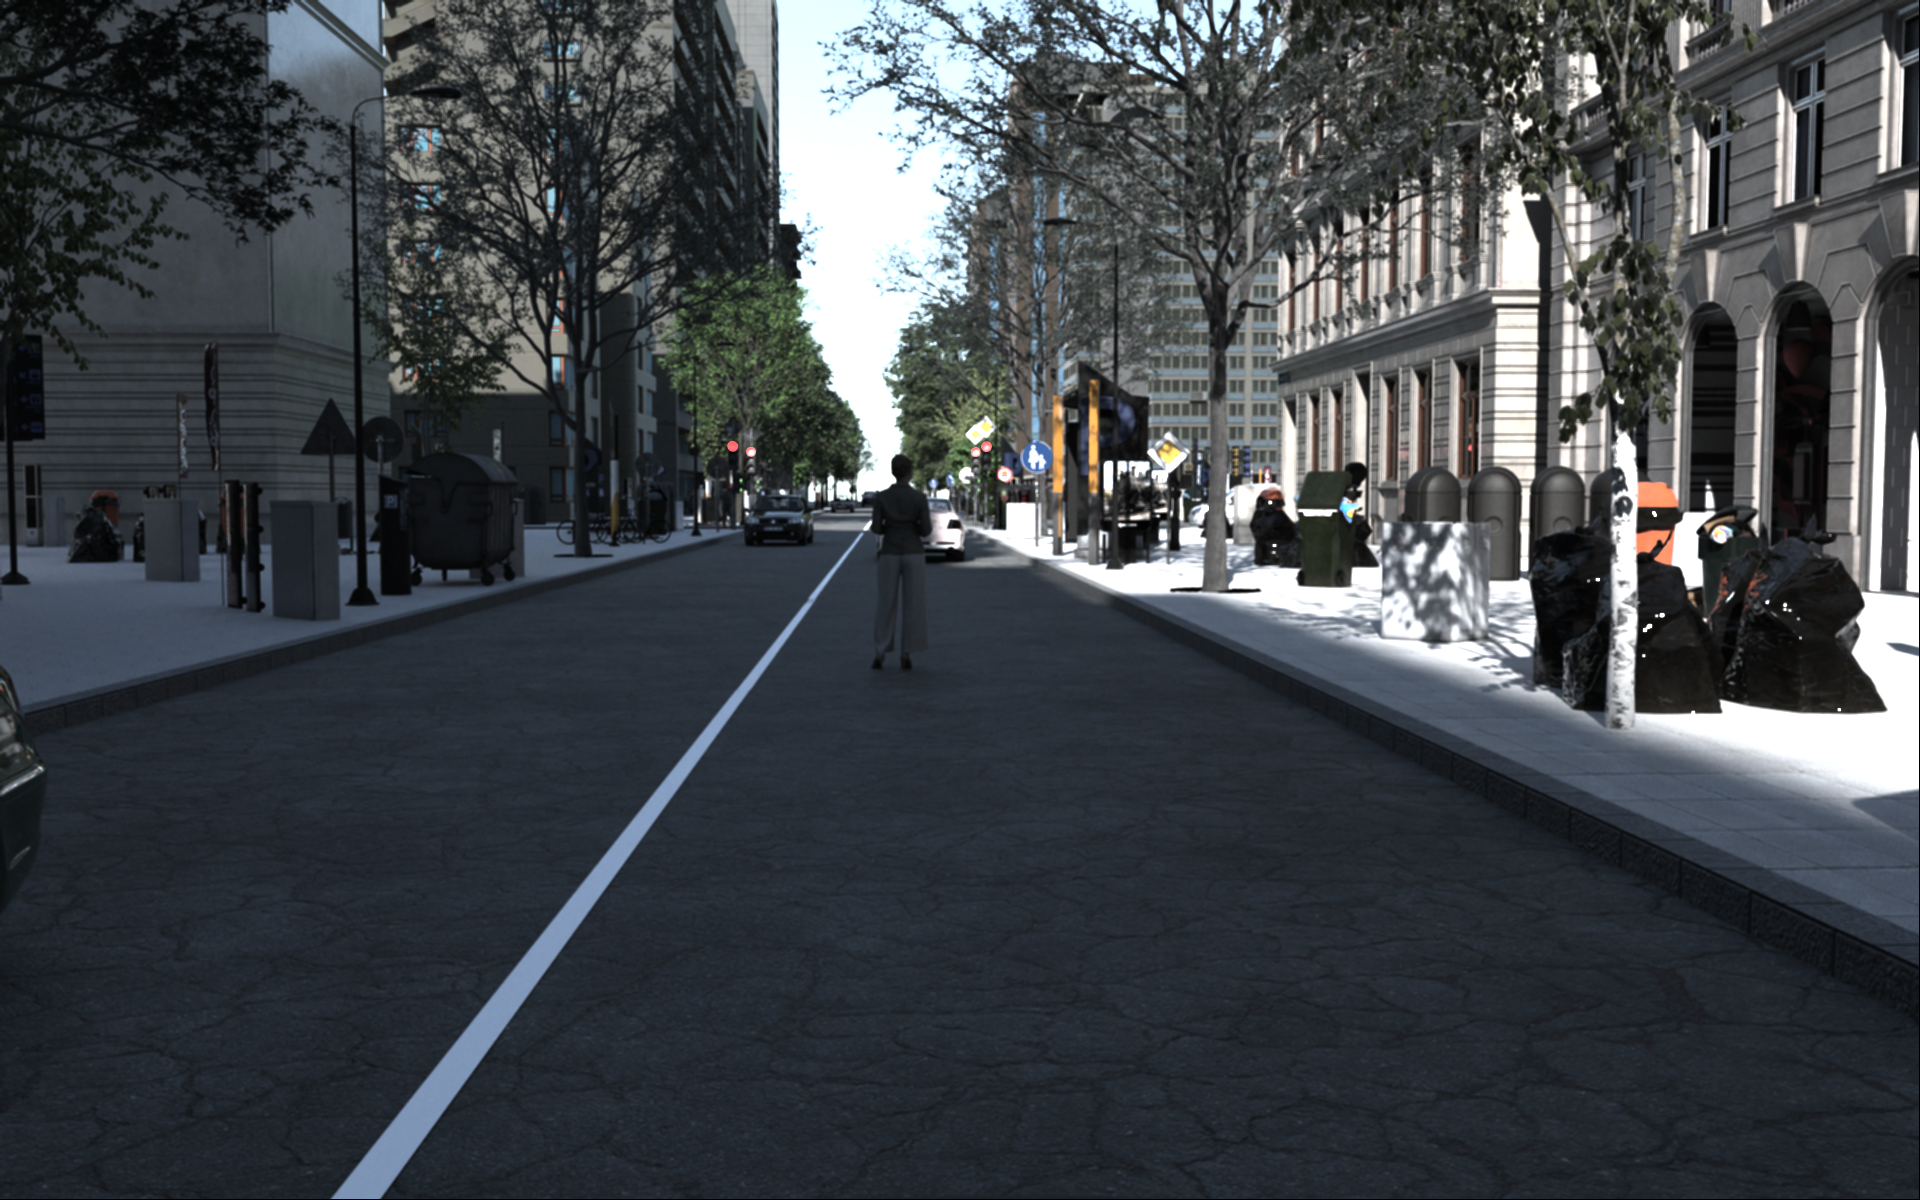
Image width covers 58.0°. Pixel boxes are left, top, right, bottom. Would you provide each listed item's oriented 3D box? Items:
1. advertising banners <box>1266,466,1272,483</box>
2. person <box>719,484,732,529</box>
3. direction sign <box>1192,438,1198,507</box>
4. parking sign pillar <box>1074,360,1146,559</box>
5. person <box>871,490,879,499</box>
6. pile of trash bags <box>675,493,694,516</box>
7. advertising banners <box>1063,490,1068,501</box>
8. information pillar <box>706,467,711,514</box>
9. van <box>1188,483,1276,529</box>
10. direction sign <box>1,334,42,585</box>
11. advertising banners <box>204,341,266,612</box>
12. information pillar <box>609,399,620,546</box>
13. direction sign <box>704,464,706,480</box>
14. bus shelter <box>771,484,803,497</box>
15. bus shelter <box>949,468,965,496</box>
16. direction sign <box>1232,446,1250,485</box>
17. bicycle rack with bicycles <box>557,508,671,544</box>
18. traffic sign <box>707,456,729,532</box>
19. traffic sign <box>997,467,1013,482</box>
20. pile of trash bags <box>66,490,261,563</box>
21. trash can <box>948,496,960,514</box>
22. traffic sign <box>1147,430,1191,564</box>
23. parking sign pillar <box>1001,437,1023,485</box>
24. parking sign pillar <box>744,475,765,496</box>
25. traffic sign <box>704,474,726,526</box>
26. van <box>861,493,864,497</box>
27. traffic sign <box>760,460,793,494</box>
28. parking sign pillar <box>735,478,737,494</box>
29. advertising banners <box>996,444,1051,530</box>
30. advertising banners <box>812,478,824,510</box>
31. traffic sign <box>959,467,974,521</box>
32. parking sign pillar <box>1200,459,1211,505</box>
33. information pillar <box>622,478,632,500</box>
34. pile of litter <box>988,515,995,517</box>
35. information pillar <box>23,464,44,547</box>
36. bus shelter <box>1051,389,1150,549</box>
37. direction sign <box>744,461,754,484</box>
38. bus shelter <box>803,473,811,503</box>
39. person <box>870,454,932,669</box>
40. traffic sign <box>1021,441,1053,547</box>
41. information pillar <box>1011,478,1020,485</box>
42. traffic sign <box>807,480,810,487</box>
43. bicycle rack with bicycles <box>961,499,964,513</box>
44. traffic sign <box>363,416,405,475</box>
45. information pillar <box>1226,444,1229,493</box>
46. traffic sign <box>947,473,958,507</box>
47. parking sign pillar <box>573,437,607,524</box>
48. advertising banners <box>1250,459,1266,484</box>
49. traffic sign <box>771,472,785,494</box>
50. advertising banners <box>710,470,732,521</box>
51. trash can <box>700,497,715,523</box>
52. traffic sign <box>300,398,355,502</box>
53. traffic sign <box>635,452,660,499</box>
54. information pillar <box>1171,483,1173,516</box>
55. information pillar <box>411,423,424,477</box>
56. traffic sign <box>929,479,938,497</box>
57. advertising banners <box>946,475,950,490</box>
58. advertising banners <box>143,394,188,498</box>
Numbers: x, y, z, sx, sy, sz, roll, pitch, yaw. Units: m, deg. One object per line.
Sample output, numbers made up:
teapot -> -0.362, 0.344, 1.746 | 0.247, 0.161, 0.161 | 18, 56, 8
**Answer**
advertising banners -> 18.714, -6.895, 108.920 | 0.090, 3.025, 2.074 | -3, 5, -41
person -> -8.934, -3.522, 66.052 | 0.622, 1.834, 0.822 | -1, 4, -17
direction sign -> 9.593, -4.816, 70.736 | 0.379, 3.537, 0.876 | 1, 4, 20
parking sign pillar -> 2.999, -2.818, 34.543 | 1.447, 3.967, 1.447 | 0, 4, 7
person -> -8.493, -10.373, 177.726 | 1.348, 1.869, 0.705 | -3, 4, -36
pile of trash bags -> -16.659, -5.807, 104.704 | 1.912, 1.369, 3.447 | 1, 4, 15
advertising banners -> 4.178, -3.948, 60.740 | 2.074, 3.025, 0.090 | -2, 4, -30
information pillar -> -13.981, -6.419, 96.301 | 0.183, 3.616, 0.504 | 1, 4, 15
van -> 10.829, -3.636, 66.456 | 4.112, 2.044, 2.013 | 0, 4, -1
direction sign -> -13.443, -1.990, 24.533 | 0.876, 3.537, 0.379 | -2, 4, -30
advertising banners -> -8.168, -1.422, 19.442 | 0.090, 3.025, 2.074 | -3, 4, -37
information pillar -> -8.476, -3.126, 42.470 | 0.183, 3.616, 0.504 | -2, 4, -25
direction sign -> -16.071, -7.210, 109.885 | 0.379, 3.537, 0.876 | -2, 4, -27
bus shelter -> -11.758, -7.411, 115.085 | 2.014, 3.302, 5.546 | 0, 4, -2
bus shelter -> 0.010, -9.958, 140.448 | 2.179, 5.291, 8.768 | 0, 4, -2
direction sign -> 13.200, -5.470, 81.438 | 0.876, 3.537, 0.379 | 2, 4, 24
bicycle rack with bicycles -> -9.047, -1.955, 45.352 | 2.925, 0.926, 2.852 | -1, 4, -12
traffic sign -> -8.149, -3.556, 58.252 | 0.768, 2.556, 0.104 | 0, 4, 7
traffic sign -> 2.075, -4.924, 80.610 | 0.768, 2.556, 0.104 | 0, 4, 1
pile of trash bags -> -15.294, -1.433, 33.177 | 3.447, 1.369, 1.912 | 0, 4, -3
trash can -> -0.398, -5.939, 108.753 | 0.748, 1.137, 0.748 | 0, 3, 0
traffic sign -> 3.792, -1.855, 31.511 | 0.795, 2.450, 0.064 | 0, 4, 5
parking sign pillar -> 2.461, -5.713, 81.877 | 1.447, 3.967, 1.447 | 3, 4, 36
parking sign pillar -> -16.218, -9.228, 139.342 | 1.447, 3.967, 1.447 | -3, 5, -41
traffic sign -> -9.813, -4.249, 69.470 | 0.884, 2.594, 0.081 | 0, 4, 3
van -> -11.564, -13.015, 219.812 | 2.013, 2.044, 4.112 | 0, 4, -2
traffic sign -> -10.805, -6.526, 100.574 | 2.265, 3.308, 0.079 | 0, 4, 3
parking sign pillar -> -18.212, -9.496, 143.724 | 1.447, 3.967, 1.447 | 1, 4, 19
advertising banners -> 2.246, -3.976, 61.203 | 2.074, 3.025, 0.090 | 2, 4, 23
advertising banners -> -11.662, -8.929, 142.170 | 0.090, 3.025, 2.074 | -2, 4, -31
traffic sign -> 0.337, -5.041, 82.528 | 0.768, 2.556, 0.104 | 0, 3, 0
parking sign pillar -> 18.943, -8.810, 132.511 | 1.447, 3.967, 1.447 | -2, 4, -32
information pillar -> -15.486, -4.655, 80.600 | 0.304, 2.012, 0.304 | 1, 4, 20
pile of litter -> 1.813, -5.172, 98.522 | 1.176, 0.858, 1.719 | -2, 4, -24
information pillar -> -22.549, -2.304, 42.162 | 0.304, 2.012, 0.304 | 0, 4, -6
bus shelter -> 3.347, -3.100, 41.973 | 1.731, 3.624, 6.357 | 0, 4, -2
direction sign -> -12.071, -6.562, 99.291 | 0.876, 3.537, 0.379 | 0, 4, -4
bus shelter -> -12.580, -8.624, 134.927 | 2.014, 3.302, 5.546 | 0, 4, -2
person -> -0.473, -0.316, 14.222 | 0.519, 1.759, 0.362 | 0, 4, 6
traffic sign -> 1.864, -2.556, 41.895 | 0.768, 2.556, 0.104 | 0, 4, 4
information pillar -> 2.484, -4.493, 77.952 | 0.304, 2.012, 0.304 | 2, 4, 27
traffic sign -> -12.353, -8.474, 138.657 | 0.768, 2.556, 0.104 | 0, 4, -1
bicycle rack with bicycles -> 0.457, -6.224, 115.149 | 2.925, 0.926, 2.852 | 0, 4, 7
traffic sign -> -9.465, -1.728, 28.354 | 0.768, 2.556, 0.104 | 0, 4, 6
information pillar -> 10.646, -4.804, 69.892 | 0.504, 3.616, 0.183 | -3, 4, -36
traffic sign -> -0.424, -6.386, 104.517 | 0.768, 2.556, 0.104 | 0, 4, -1
parking sign pillar -> -15.971, -5.266, 74.566 | 1.447, 3.967, 1.447 | 2, 4, 26
advertising banners -> 14.846, -5.543, 86.815 | 0.090, 3.025, 2.074 | 2, 4, 28
traffic sign -> -10.266, -5.965, 97.632 | 0.768, 2.556, 0.104 | 0, 4, 0
advertising banners -> -11.280, -5.283, 82.572 | 0.090, 3.025, 2.074 | 2, 4, 26
trash can -> -10.811, -3.840, 74.440 | 0.748, 1.137, 0.748 | 0, 3, 0
traffic sign -> -8.514, -1.437, 23.494 | 0.884, 2.594, 0.081 | 0, 4, 4
traffic sign -> -9.533, -3.227, 52.869 | 0.768, 2.556, 0.104 | 0, 4, 2
information pillar -> 10.296, -4.944, 85.323 | 0.304, 2.012, 0.304 | -1, 4, -16
information pillar -> -17.838, -4.013, 56.973 | 0.504, 3.616, 0.183 | 2, 4, 29
traffic sign -> -2.220, -8.887, 145.402 | 0.768, 2.556, 0.104 | 0, 4, -1
advertising banners -> -0.421, -7.576, 120.056 | 0.090, 3.025, 2.074 | 2, 4, 34
advertising banners -> -13.582, -2.051, 29.729 | 0.090, 3.025, 2.074 | 0, 4, -5
